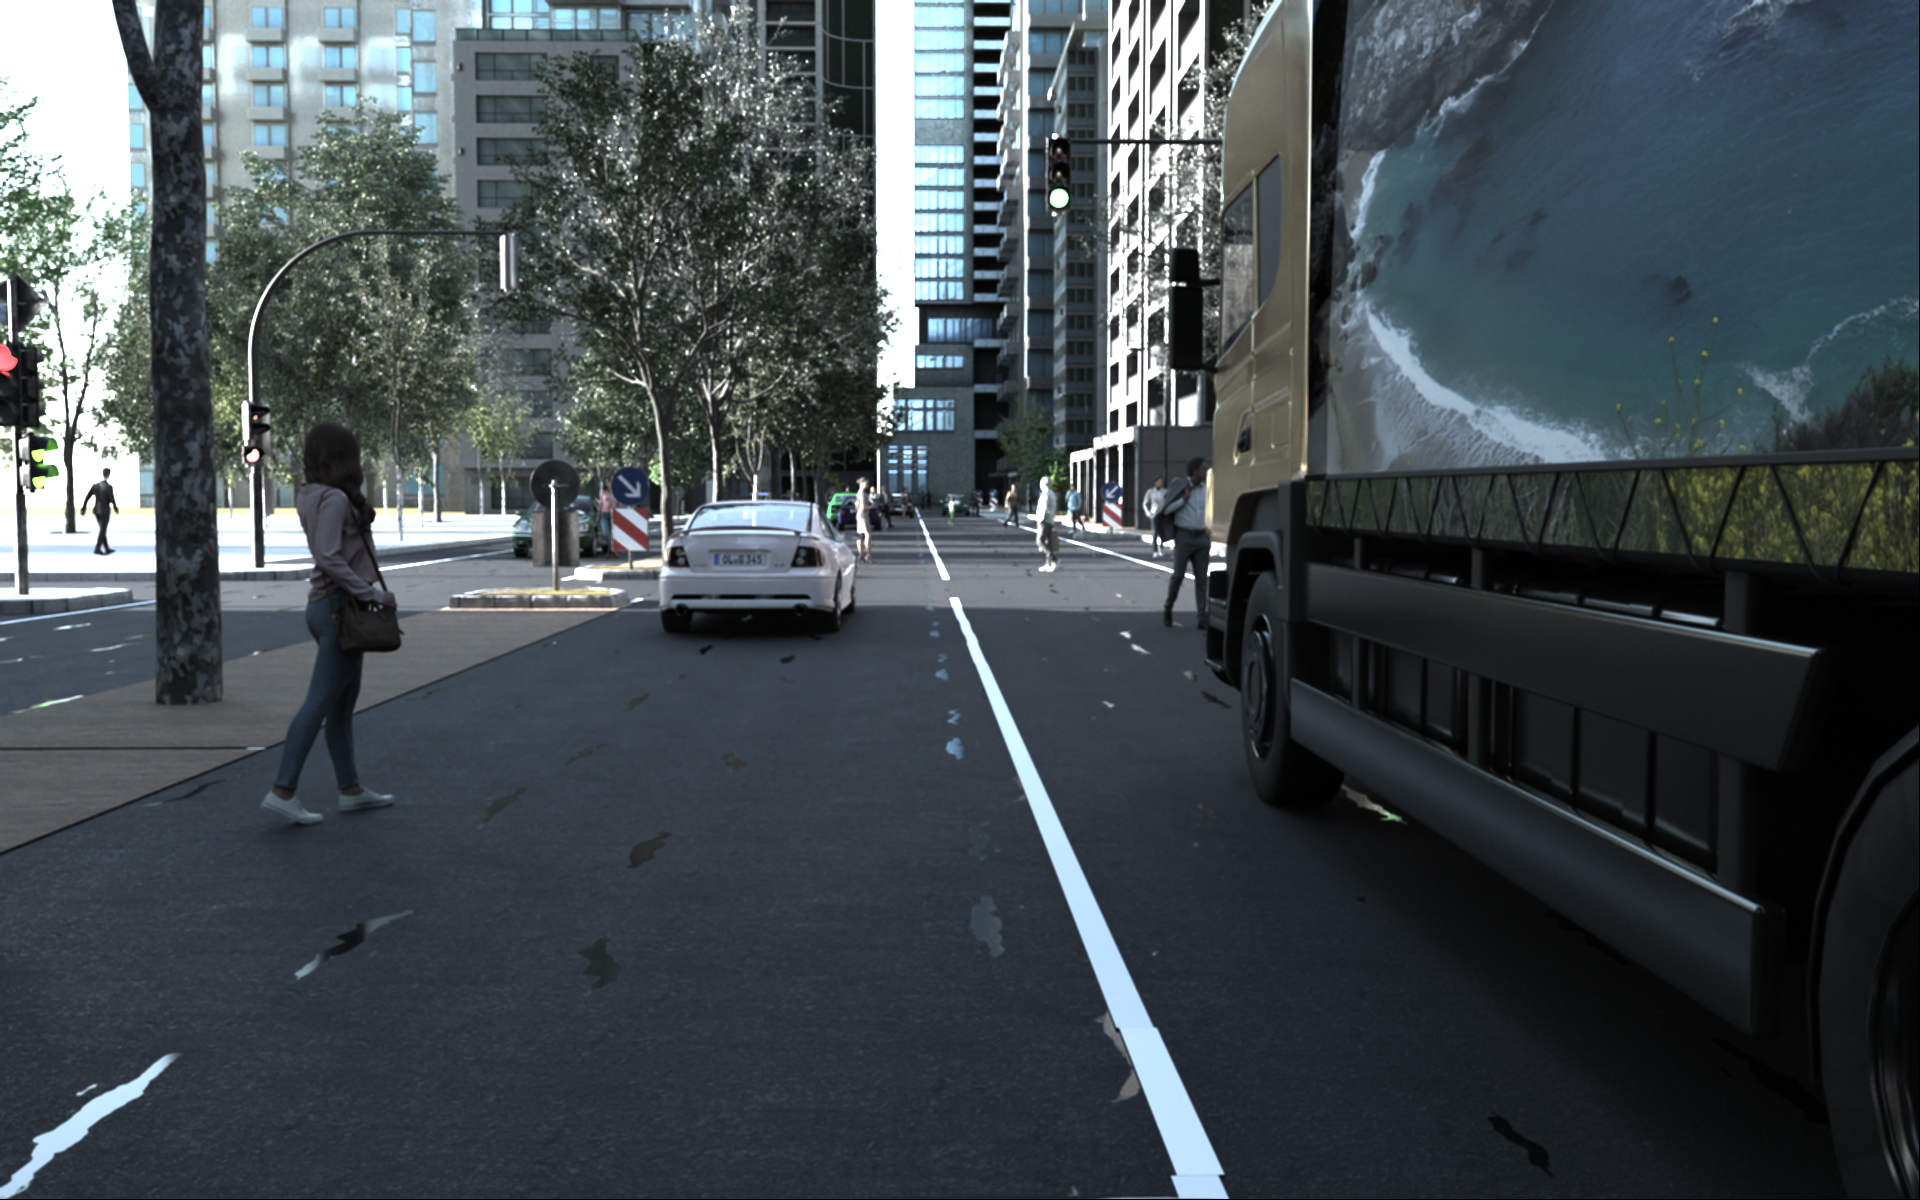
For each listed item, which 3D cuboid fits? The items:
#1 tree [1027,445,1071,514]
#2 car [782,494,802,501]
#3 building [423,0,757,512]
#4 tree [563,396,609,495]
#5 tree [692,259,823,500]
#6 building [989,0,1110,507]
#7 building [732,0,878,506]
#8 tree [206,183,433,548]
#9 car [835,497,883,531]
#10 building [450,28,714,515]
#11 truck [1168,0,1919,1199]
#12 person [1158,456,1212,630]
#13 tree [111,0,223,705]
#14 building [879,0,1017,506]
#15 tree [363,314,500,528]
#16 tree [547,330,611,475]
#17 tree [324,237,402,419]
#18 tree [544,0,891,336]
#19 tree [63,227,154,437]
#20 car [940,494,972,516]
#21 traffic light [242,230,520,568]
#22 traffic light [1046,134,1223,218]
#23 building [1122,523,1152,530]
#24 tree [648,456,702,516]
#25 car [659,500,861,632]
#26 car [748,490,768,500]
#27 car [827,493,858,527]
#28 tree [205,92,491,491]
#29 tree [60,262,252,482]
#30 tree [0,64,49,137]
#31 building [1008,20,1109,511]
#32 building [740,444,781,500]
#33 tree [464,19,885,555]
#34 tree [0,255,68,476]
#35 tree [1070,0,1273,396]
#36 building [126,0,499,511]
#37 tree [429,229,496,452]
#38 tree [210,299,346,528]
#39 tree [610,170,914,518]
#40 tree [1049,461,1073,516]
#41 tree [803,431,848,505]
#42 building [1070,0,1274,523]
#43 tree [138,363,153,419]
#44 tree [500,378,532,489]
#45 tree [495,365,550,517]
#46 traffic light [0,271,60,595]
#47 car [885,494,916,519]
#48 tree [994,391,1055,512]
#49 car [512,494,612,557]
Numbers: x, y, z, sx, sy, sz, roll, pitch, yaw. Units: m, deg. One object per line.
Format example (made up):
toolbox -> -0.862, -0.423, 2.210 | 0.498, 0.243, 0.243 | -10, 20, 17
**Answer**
tree -> 6.114, -7.931, 113.383 | 4.285, 4.588, 4.351 | 0, 3, 0
car -> -11.487, -6.314, 115.234 | 2.014, 1.417, 4.499 | 0, 4, -1
building -> -28.434, -31.423, 133.377 | 23.786, 49.044, 30.456 | 0, 4, -2
tree -> -20.997, -9.212, 100.981 | 4.737, 8.622, 4.395 | 0, 3, 0
tree -> -6.065, -6.018, 51.221 | 4.360, 8.622, 3.978 | 0, 3, 0
building -> 15.051, -33.391, 165.554 | 23.786, 49.044, 30.456 | 0, 4, -2
building -> -19.873, -46.424, 197.284 | 20.611, 71.187, 20.563 | 0, 4, -2
tree -> -15.515, -5.534, 40.850 | 4.360, 8.622, 3.978 | 0, 3, 0
car -> -4.029, -3.474, 69.373 | 1.945, 1.354, 3.894 | 0, 4, -4
building -> -23.789, -20.795, 111.696 | 14.160, 30.474, 14.107 | 0, 4, -2
truck -> 2.631, -0.959, 4.588 | 2.839, 4.237, 11.283 | 0, 4, -1
person -> 2.425, -0.606, 18.507 | 0.679, 1.850, 0.850 | -1, 4, -23
tree -> -6.529, -9.404, 12.105 | 12.611, 20.169, 13.585 | 0, 3, 0
building -> 6.328, -54.159, 198.175 | 31.000, 86.520, 22.319 | 0, 4, -2
tree -> -20.388, -7.079, 66.105 | 4.737, 8.622, 4.395 | 0, 3, 0
tree -> -16.607, -10.649, 91.120 | 9.611, 12.733, 9.660 | 0, 3, 0
tree -> -23.452, -10.199, 77.129 | 12.009, 13.543, 11.850 | 0, 3, 0
tree -> -6.023, -7.949, 42.801 | 12.009, 13.543, 11.850 | 0, 3, 0
tree -> -22.057, -5.949, 47.630 | 4.360, 8.622, 3.978 | 0, 3, 0
car -> -0.272, -6.305, 114.886 | 2.131, 1.459, 4.920 | 0, 4, -1
traffic light -> -10.051, -3.384, 29.996 | 4.771, 5.953, 1.251 | 0, 4, -2
traffic light -> 3.457, -2.909, 22.236 | 4.771, 5.953, 1.251 | 0, 4, -2
building -> 16.406, -38.302, 64.495 | 20.563, 71.187, 20.611 | 0, 4, -2
tree -> -16.588, -7.155, 100.691 | 4.285, 4.588, 4.351 | 0, 3, 0
car -> -2.181, -0.433, 19.436 | 2.083, 1.381, 4.827 | 0, 4, 0
car -> -10.196, -4.862, 89.090 | 1.945, 1.707, 3.694 | 0, 4, -2
car -> -4.706, -3.982, 73.902 | 1.959, 1.807, 4.718 | 0, 4, -2
tree -> -20.031, -9.185, 56.830 | 9.857, 13.997, 8.962 | 0, 3, 0
tree -> -36.760, -10.088, 81.945 | 9.611, 12.733, 9.660 | 0, 3, 0
tree -> -23.492, -6.900, 38.567 | 9.928, 11.665, 9.643 | 0, 3, 0
building -> 20.282, -27.319, 138.548 | 32.217, 40.220, 23.993 | 0, 4, -2
building -> -32.800, -19.689, 166.956 | 28.899, 21.520, 27.650 | 0, 4, -2
tree -> -5.515, -5.880, 33.014 | 8.767, 10.594, 7.601 | 0, 4, -2
tree -> -40.233, -9.253, 69.416 | 7.486, 12.596, 7.792 | 0, 3, 0
tree -> 7.959, -8.117, 43.079 | 12.009, 13.543, 11.850 | 0, 3, 0
building -> -62.617, -33.510, 167.496 | 30.456, 49.044, 23.786 | 0, 4, -2
tree -> -15.153, -5.938, 47.449 | 4.360, 8.622, 3.978 | 0, 3, 0
tree -> -26.184, -7.002, 64.841 | 4.737, 8.622, 4.395 | 0, 3, 0
tree -> -6.443, -8.618, 60.365 | 9.611, 12.733, 9.660 | 0, 3, 0
tree -> 5.625, -6.551, 101.717 | 1.663, 3.219, 1.824 | 0, 3, 0
tree -> -7.297, -8.283, 88.245 | 4.737, 8.622, 4.395 | 0, 3, 0
building -> 17.214, -40.051, 93.088 | 20.563, 71.187, 20.611 | 0, 4, -2
tree -> -32.948, -7.550, 73.799 | 4.737, 8.622, 4.395 | 0, 3, 0
tree -> -24.591, -8.525, 89.751 | 4.737, 8.622, 4.395 | 0, 3, 0
tree -> -25.097, -8.908, 96.016 | 4.360, 8.622, 3.978 | 0, 3, 0
traffic light -> -11.908, -2.018, 21.918 | 0.839, 4.253, 0.868 | 0, 4, -2
car -> -3.571, -5.645, 102.082 | 2.009, 1.686, 4.222 | 0, 4, -1
tree -> 4.593, -10.567, 123.131 | 4.737, 8.622, 4.395 | 0, 3, 0
car -> -9.334, -1.787, 41.018 | 2.131, 1.459, 4.920 | 0, 4, -3
